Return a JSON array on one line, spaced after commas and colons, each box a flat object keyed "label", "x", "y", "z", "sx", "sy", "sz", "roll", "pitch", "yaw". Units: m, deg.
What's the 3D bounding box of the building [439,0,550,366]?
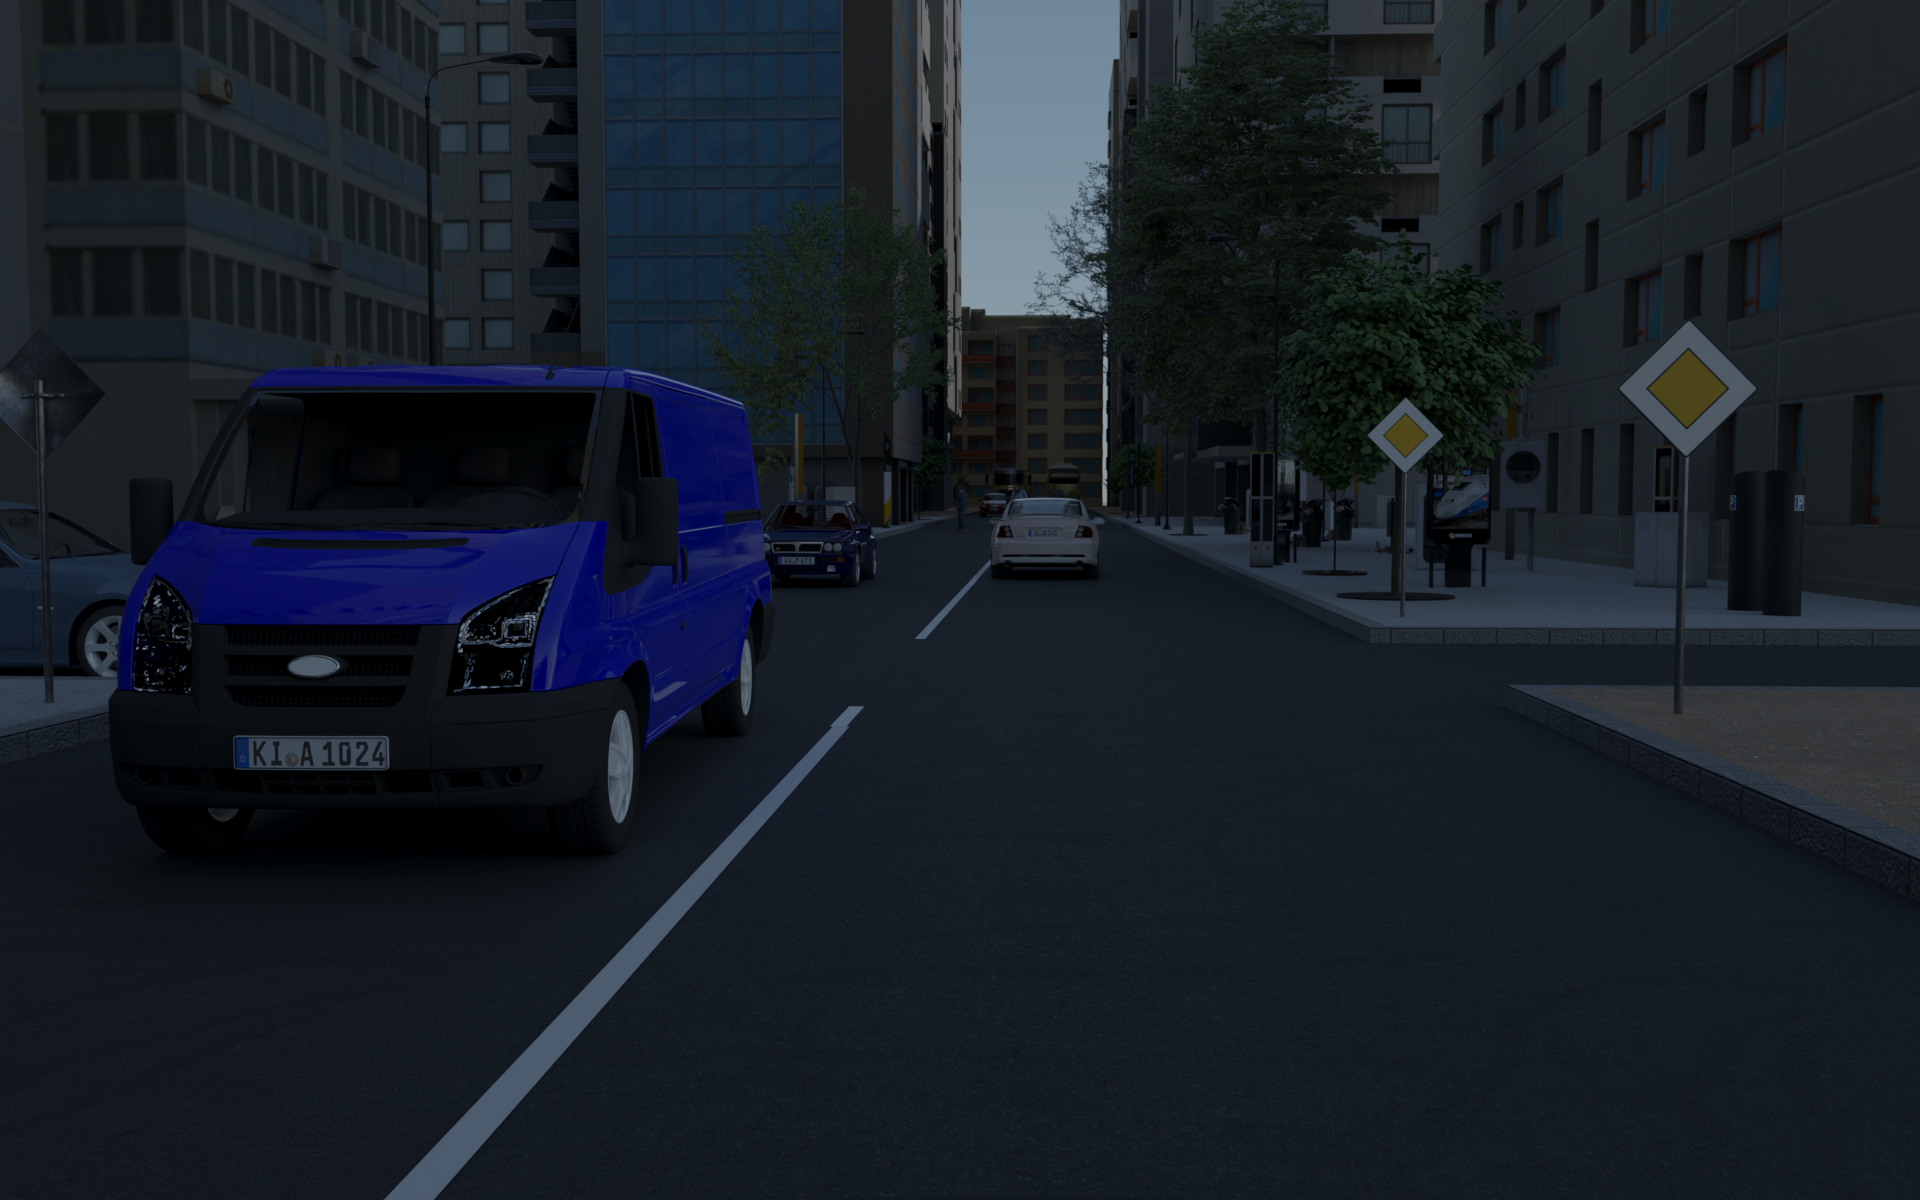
[{"label": "building", "x": -16.001, "y": -31.741, "z": 108.198, "sx": 28.713, "sy": 52.752, "sz": 27.495, "roll": 0, "pitch": 4, "yaw": 3}]

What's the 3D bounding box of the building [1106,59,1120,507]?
[{"label": "building", "x": 26.510, "y": -34.371, "z": 185.667, "sx": 21.600, "sy": 48.544, "sz": 21.300, "roll": 0, "pitch": 4, "yaw": 3}]

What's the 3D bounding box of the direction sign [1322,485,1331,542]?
[{"label": "direction sign", "x": 9.794, "y": -3.338, "z": 46.574, "sx": 0.876, "sy": 3.537, "sz": 0.379, "roll": 3, "pitch": 5, "yaw": 44}]

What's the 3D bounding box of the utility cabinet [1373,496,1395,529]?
[{"label": "utility cabinet", "x": 15.877, "y": -3.245, "z": 64.221, "sx": 1.020, "sy": 1.237, "sz": 0.306, "roll": 0, "pitch": 4, "yaw": -8}]

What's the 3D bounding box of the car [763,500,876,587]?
[{"label": "car", "x": -2.359, "y": -0.945, "z": 28.033, "sx": 1.945, "sy": 1.354, "sz": 3.894, "roll": 0, "pitch": 4, "yaw": 3}]

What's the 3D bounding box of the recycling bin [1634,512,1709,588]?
[{"label": "recycling bin", "x": 9.841, "y": -0.698, "z": 23.961, "sx": 0.722, "sy": 1.027, "sz": 0.722, "roll": -3, "pitch": 4, "yaw": -37}]

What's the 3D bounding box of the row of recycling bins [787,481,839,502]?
[{"label": "row of recycling bins", "x": -4.838, "y": -3.054, "z": 57.041, "sx": 1.069, "sy": 1.692, "sz": 3.534, "roll": -2, "pitch": 4, "yaw": -24}]

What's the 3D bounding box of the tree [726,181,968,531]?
[{"label": "tree", "x": -3.726, "y": -8.160, "z": 59.175, "sx": 9.928, "sy": 11.665, "sz": 9.643, "roll": 0, "pitch": 3, "yaw": 0}]

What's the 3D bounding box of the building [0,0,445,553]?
[{"label": "building", "x": -23.564, "y": -20.745, "z": 31.065, "sx": 32.217, "sy": 40.220, "sz": 23.993, "roll": 0, "pitch": 4, "yaw": 3}]

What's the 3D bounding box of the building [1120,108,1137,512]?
[{"label": "building", "x": 19.279, "y": -22.085, "z": 132.787, "sx": 14.160, "sy": 30.474, "sz": 14.107, "roll": 0, "pitch": 4, "yaw": 3}]

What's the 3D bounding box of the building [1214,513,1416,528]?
[{"label": "building", "x": 23.926, "y": -29.873, "z": 77.668, "sx": 28.713, "sy": 52.752, "sz": 27.495, "roll": 0, "pitch": 4, "yaw": 3}]

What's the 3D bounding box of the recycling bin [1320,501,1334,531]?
[{"label": "recycling bin", "x": 12.866, "y": -2.974, "z": 61.175, "sx": 0.722, "sy": 1.027, "sz": 0.722, "roll": 2, "pitch": 4, "yaw": 31}]

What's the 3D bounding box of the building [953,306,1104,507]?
[{"label": "building", "x": 1.020, "y": -21.232, "z": 192.190, "sx": 28.899, "sy": 21.520, "sz": 27.650, "roll": 0, "pitch": 4, "yaw": 3}]

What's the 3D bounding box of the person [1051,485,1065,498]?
[{"label": "person", "x": 4.407, "y": -4.249, "z": 77.773, "sx": 0.655, "sy": 1.846, "sz": 0.447, "roll": 1, "pitch": 4, "yaw": 16}]

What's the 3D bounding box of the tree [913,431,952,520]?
[{"label": "tree", "x": -2.793, "y": -6.651, "z": 92.461, "sx": 4.285, "sy": 4.588, "sz": 4.351, "roll": 0, "pitch": 3, "yaw": 0}]

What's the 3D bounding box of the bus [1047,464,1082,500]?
[{"label": "bus", "x": 8.389, "y": -9.046, "z": 139.440, "sx": 2.896, "sy": 3.916, "sz": 12.252, "roll": 0, "pitch": 4, "yaw": 4}]

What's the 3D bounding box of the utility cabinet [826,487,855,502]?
[{"label": "utility cabinet", "x": -3.605, "y": -2.653, "z": 52.057, "sx": 0.318, "sy": 1.500, "sz": 1.173, "roll": 2, "pitch": 4, "yaw": 29}]

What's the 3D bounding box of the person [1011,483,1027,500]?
[{"label": "person", "x": 2.056, "y": -3.042, "z": 58.506, "sx": 0.793, "sy": 1.790, "sz": 0.793, "roll": 0, "pitch": 4, "yaw": -5}]

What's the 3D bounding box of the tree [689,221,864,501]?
[{"label": "tree", "x": -4.742, "y": -5.864, "z": 46.233, "sx": 4.737, "sy": 8.622, "sz": 4.395, "roll": 0, "pitch": 3, "yaw": 0}]

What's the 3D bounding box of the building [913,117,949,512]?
[{"label": "building", "x": -8.324, "y": -21.869, "z": 129.258, "sx": 14.160, "sy": 30.474, "sz": 14.107, "roll": 0, "pitch": 4, "yaw": 3}]

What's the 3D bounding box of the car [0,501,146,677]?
[{"label": "car", "x": -7.649, "y": -0.095, "z": 13.548, "sx": 4.499, "sy": 1.417, "sz": 2.014, "roll": 0, "pitch": 4, "yaw": 1}]

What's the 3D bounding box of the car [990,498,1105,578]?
[{"label": "car", "x": 1.542, "y": -1.132, "z": 30.873, "sx": 2.083, "sy": 1.381, "sz": 4.827, "roll": 0, "pitch": 4, "yaw": 4}]

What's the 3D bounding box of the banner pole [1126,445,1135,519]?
[{"label": "banner pole", "x": 8.671, "y": -6.013, "z": 88.335, "sx": 0.401, "sy": 3.779, "sz": 0.863, "roll": 3, "pitch": 5, "yaw": 42}]

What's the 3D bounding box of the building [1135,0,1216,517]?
[{"label": "building", "x": 21.863, "y": -34.779, "z": 110.642, "sx": 21.231, "sy": 58.520, "sz": 28.212, "roll": 0, "pitch": 4, "yaw": 3}]

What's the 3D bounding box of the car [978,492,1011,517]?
[{"label": "car", "x": 2.244, "y": -6.157, "z": 109.713, "sx": 2.155, "sy": 1.783, "sz": 4.494, "roll": 0, "pitch": 4, "yaw": 4}]

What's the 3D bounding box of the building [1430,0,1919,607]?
[{"label": "building", "x": 26.038, "y": -11.358, "z": 30.750, "sx": 28.899, "sy": 21.520, "sz": 27.650, "roll": 0, "pitch": 4, "yaw": 3}]

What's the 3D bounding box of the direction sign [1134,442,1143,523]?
[{"label": "direction sign", "x": 7.856, "y": -5.144, "z": 76.109, "sx": 0.379, "sy": 3.537, "sz": 0.876, "roll": 0, "pitch": 4, "yaw": 1}]

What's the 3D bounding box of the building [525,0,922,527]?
[{"label": "building", "x": -9.043, "y": -25.814, "z": 72.162, "sx": 14.600, "sy": 45.320, "sz": 14.200, "roll": 0, "pitch": 4, "yaw": 3}]

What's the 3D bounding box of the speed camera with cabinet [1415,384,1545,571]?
[{"label": "speed camera with cabinet", "x": 8.693, "y": -2.119, "z": 28.974, "sx": 2.038, "sy": 3.252, "sz": 0.660, "roll": 1, "pitch": 4, "yaw": 17}]

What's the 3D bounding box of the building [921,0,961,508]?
[{"label": "building", "x": -13.502, "y": -34.564, "z": 154.358, "sx": 27.495, "sy": 52.752, "sz": 28.713, "roll": 0, "pitch": 4, "yaw": 3}]

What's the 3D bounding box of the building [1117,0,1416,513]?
[{"label": "building", "x": 27.888, "y": -34.464, "z": 152.723, "sx": 28.713, "sy": 52.752, "sz": 27.495, "roll": 0, "pitch": 4, "yaw": 3}]

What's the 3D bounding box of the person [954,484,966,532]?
[{"label": "person", "x": 0.039, "y": -3.468, "z": 65.385, "sx": 0.419, "sy": 1.800, "sz": 0.721, "roll": -1, "pitch": 4, "yaw": -9}]

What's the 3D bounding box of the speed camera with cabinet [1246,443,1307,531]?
[{"label": "speed camera with cabinet", "x": 10.953, "y": -4.016, "z": 59.995, "sx": 2.038, "sy": 3.252, "sz": 0.660, "roll": 3, "pitch": 4, "yaw": 37}]
